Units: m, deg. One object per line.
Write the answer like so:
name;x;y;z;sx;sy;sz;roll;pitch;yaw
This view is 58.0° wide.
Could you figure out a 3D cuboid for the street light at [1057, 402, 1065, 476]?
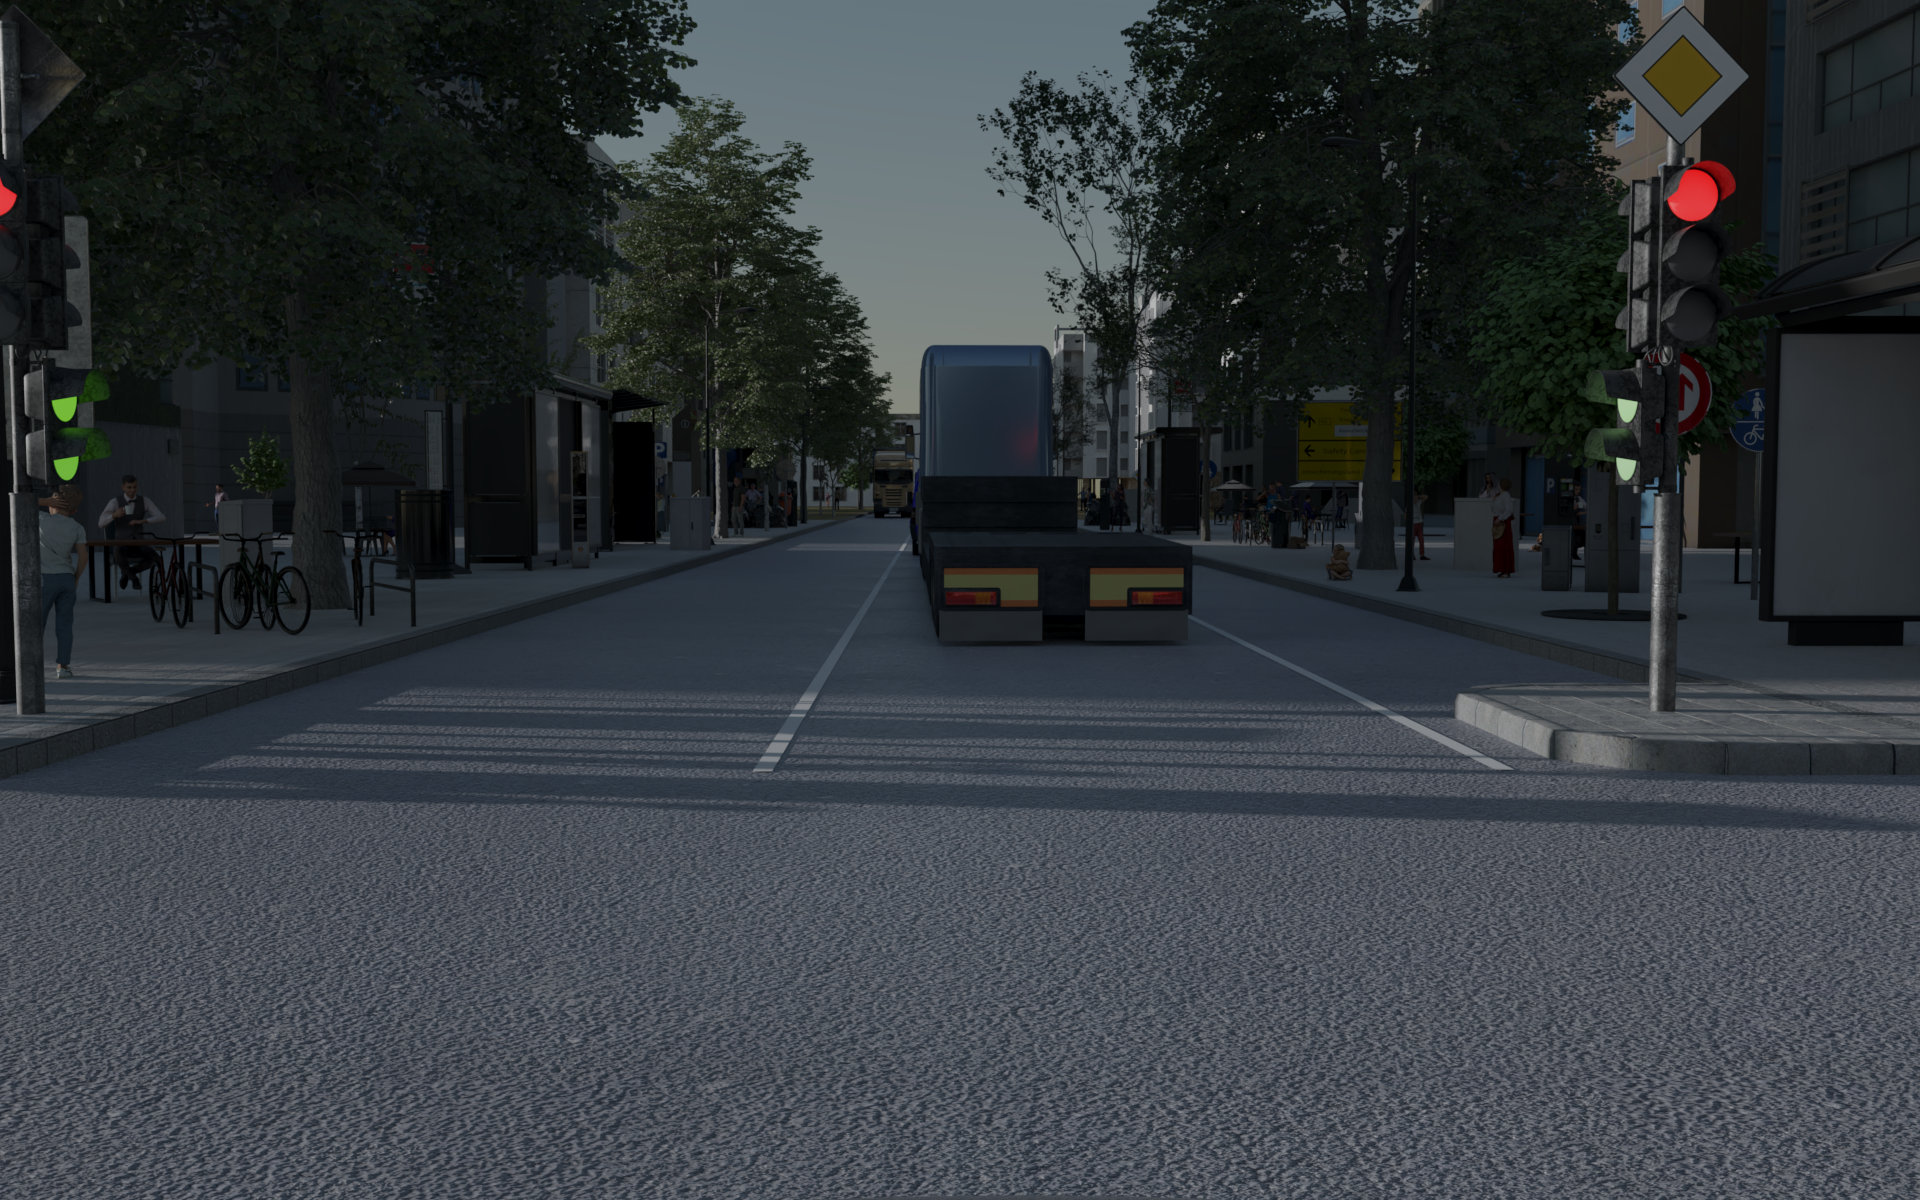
street light;4.571;-6.898;85.317;1.470;5.913;1.316;0;4;-1

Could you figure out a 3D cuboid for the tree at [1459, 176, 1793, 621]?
tree;6.930;-2.098;18.018;4.285;4.588;4.351;0;3;0

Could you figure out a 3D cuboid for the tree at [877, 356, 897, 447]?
tree;-7.110;-10.073;82.821;7.486;12.596;7.792;0;3;0

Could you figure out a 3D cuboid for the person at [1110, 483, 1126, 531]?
person;5.426;-3.181;59.517;0.593;1.643;0.415;-3;4;-38

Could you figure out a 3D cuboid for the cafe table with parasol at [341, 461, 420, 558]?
cafe table with parasol;-12.136;-1.882;35.635;2.610;1.966;2.610;3;5;41

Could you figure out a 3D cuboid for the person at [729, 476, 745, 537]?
person;-6.665;-2.790;51.787;0.434;1.807;0.598;-1;4;-23

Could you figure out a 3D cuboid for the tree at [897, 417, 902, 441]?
tree;-8.397;-13.722;142.474;7.486;12.596;7.792;0;3;0

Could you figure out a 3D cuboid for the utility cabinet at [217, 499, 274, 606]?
utility cabinet;-8.409;-0.565;20.406;0.306;1.237;1.020;0;4;-3

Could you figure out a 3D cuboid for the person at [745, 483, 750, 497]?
person;-10.419;-4.826;85.082;0.598;1.807;0.434;1;4;21

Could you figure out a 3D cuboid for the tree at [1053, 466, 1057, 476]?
tree;5.172;-6.646;103.261;1.663;3.219;1.824;0;3;0

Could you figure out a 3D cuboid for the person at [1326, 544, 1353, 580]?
person;5.609;-0.560;25.681;0.381;0.543;0.357;0;4;-5

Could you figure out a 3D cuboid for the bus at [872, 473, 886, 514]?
bus;-4.803;-8.118;124.279;2.896;3.916;12.252;0;4;-1

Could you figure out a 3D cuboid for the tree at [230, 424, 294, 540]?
tree;-19.515;-3.293;48.440;1.663;3.219;1.824;0;3;0

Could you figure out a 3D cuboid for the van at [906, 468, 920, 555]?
van;-0.222;-2.311;42.177;2.240;2.365;5.245;0;4;-1

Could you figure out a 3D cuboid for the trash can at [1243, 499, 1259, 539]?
trash can;8.514;-2.340;49.907;0.748;1.137;0.748;0;3;0

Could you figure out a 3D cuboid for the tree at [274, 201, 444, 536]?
tree;-14.121;-5.516;40.553;4.360;8.622;3.978;0;3;0

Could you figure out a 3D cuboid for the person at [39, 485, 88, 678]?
person;-6.355;-0.130;12.084;0.340;1.345;0.435;3;5;42

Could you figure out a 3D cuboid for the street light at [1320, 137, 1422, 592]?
street light;5.388;-3.069;22.712;1.470;5.913;1.316;0;4;-1

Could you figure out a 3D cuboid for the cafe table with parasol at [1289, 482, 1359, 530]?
cafe table with parasol;12.887;-3.452;61.302;2.610;1.966;2.610;-3;5;-45

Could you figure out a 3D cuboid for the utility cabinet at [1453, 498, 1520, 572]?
utility cabinet;8.803;-1.088;28.955;1.020;1.237;0.306;3;4;38

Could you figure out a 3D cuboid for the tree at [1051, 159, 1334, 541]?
tree;6.407;-6.856;46.504;7.601;10.594;8.767;-3;5;-43

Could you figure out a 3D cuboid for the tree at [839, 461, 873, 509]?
tree;-8.792;-10.237;151.081;4.285;4.588;4.351;0;3;0

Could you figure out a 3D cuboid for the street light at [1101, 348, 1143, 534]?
street light;5.047;-4.983;54.015;1.470;5.913;1.316;0;4;-1

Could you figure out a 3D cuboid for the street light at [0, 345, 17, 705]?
street light;-5.351;-2.324;10.533;1.470;5.913;1.316;0;4;-1

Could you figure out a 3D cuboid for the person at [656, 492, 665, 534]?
person;-9.569;-2.776;55.335;0.435;1.345;0.340;3;5;41

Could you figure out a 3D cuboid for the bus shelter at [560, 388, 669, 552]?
bus shelter;-8.292;-3.074;41.537;1.731;3.624;6.357;0;4;-1

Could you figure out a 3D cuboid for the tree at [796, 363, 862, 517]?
tree;-7.126;-8.877;95.501;4.737;8.622;4.395;0;3;0

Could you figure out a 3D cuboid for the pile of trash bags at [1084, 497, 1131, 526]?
pile of trash bags;6.641;-3.716;70.513;3.447;1.369;1.912;1;4;17

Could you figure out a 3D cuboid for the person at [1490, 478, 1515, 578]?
person;8.323;-1.103;26.545;0.387;1.526;0.523;1;4;9

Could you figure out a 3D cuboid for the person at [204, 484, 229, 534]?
person;-22.688;-2.758;53.102;0.963;1.587;0.435;1;4;22

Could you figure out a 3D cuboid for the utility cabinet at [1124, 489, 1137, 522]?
utility cabinet;7.452;-4.216;77.611;1.173;1.500;0.318;-1;4;-23

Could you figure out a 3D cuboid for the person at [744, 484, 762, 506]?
person;-8.596;-3.952;71.593;0.756;1.711;0.436;1;4;19

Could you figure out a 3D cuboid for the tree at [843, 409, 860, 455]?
tree;-8.131;-9.387;103.846;4.360;8.622;3.978;0;3;0

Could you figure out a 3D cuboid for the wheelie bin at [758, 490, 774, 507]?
wheelie bin;-8.846;-4.342;78.895;0.693;1.594;0.980;-1;4;-16

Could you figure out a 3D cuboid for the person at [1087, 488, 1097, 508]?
person;6.264;-4.628;83.575;0.662;1.594;0.647;2;4;23

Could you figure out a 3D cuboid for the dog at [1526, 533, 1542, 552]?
dog;12.820;-1.276;38.598;0.748;0.427;0.550;-1;4;-14

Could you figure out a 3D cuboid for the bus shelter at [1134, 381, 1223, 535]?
bus shelter;7.099;-4.927;58.186;2.179;5.291;8.768;0;4;-1

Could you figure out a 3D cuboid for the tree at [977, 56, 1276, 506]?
tree;7.829;-13.230;72.197;12.611;20.169;13.585;0;3;0

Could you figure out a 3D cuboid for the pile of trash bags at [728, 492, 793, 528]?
pile of trash bags;-7.414;-3.454;66.227;1.912;1.369;3.447;2;4;24

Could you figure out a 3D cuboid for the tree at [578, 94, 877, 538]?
tree;-7.137;-8.085;50.311;7.486;12.596;7.792;0;3;0

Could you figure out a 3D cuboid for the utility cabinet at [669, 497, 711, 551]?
utility cabinet;-6.172;-1.739;39.588;1.020;1.237;0.306;2;4;34

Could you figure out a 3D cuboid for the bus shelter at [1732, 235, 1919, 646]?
bus shelter;7.598;-1.110;12.074;2.014;3.302;5.546;0;4;-1

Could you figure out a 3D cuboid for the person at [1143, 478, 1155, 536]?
person;5.422;-2.623;49.649;0.376;1.734;0.841;1;4;9

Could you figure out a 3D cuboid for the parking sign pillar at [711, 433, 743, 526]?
parking sign pillar;-9.288;-4.941;69.249;1.447;3.967;1.447;3;5;39

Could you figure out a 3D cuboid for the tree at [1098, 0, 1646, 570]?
tree;7.241;-7.498;29.255;9.857;13.997;8.962;0;3;0

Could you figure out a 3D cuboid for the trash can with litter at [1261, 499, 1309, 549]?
trash can with litter;7.762;-1.795;40.732;0.624;1.170;1.055;-3;5;-40

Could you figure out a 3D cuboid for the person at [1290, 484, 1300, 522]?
person;15.456;-4.501;80.082;0.568;1.767;0.683;-2;4;-32

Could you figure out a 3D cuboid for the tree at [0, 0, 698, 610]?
tree;-7.217;-6.869;18.967;9.857;13.997;8.962;0;3;0

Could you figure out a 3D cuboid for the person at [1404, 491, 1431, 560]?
person;8.884;-1.447;33.616;0.435;1.345;0.340;-2;4;-31

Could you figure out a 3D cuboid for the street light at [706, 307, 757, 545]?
street light;-5.749;-4.321;43.193;1.470;5.913;1.316;0;4;-1

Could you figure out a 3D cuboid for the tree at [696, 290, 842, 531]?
tree;-6.906;-6.684;59.645;4.360;8.622;3.978;0;3;0

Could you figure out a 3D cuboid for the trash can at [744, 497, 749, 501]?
trash can;-9.446;-3.992;76.926;0.748;1.137;0.748;0;3;0

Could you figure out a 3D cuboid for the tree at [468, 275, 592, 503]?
tree;-14.807;-6.647;59.048;4.737;8.622;4.395;0;3;0

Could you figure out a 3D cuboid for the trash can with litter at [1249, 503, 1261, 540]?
trash can with litter;8.436;-2.271;48.511;0.624;1.170;1.055;-1;4;-19

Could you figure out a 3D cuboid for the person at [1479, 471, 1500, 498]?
person;10.852;-1.752;35.362;0.551;1.740;0.621;2;4;32

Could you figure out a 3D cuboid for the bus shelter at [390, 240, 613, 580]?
bus shelter;-7.947;-3.212;30.151;2.179;5.291;8.768;0;4;-1

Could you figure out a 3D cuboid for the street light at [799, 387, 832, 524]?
street light;-6.242;-6.263;74.945;1.470;5.913;1.316;0;4;-1

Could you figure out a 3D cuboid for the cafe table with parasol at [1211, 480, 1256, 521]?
cafe table with parasol;13.243;-4.845;84.081;2.610;1.966;2.610;-2;4;-34
